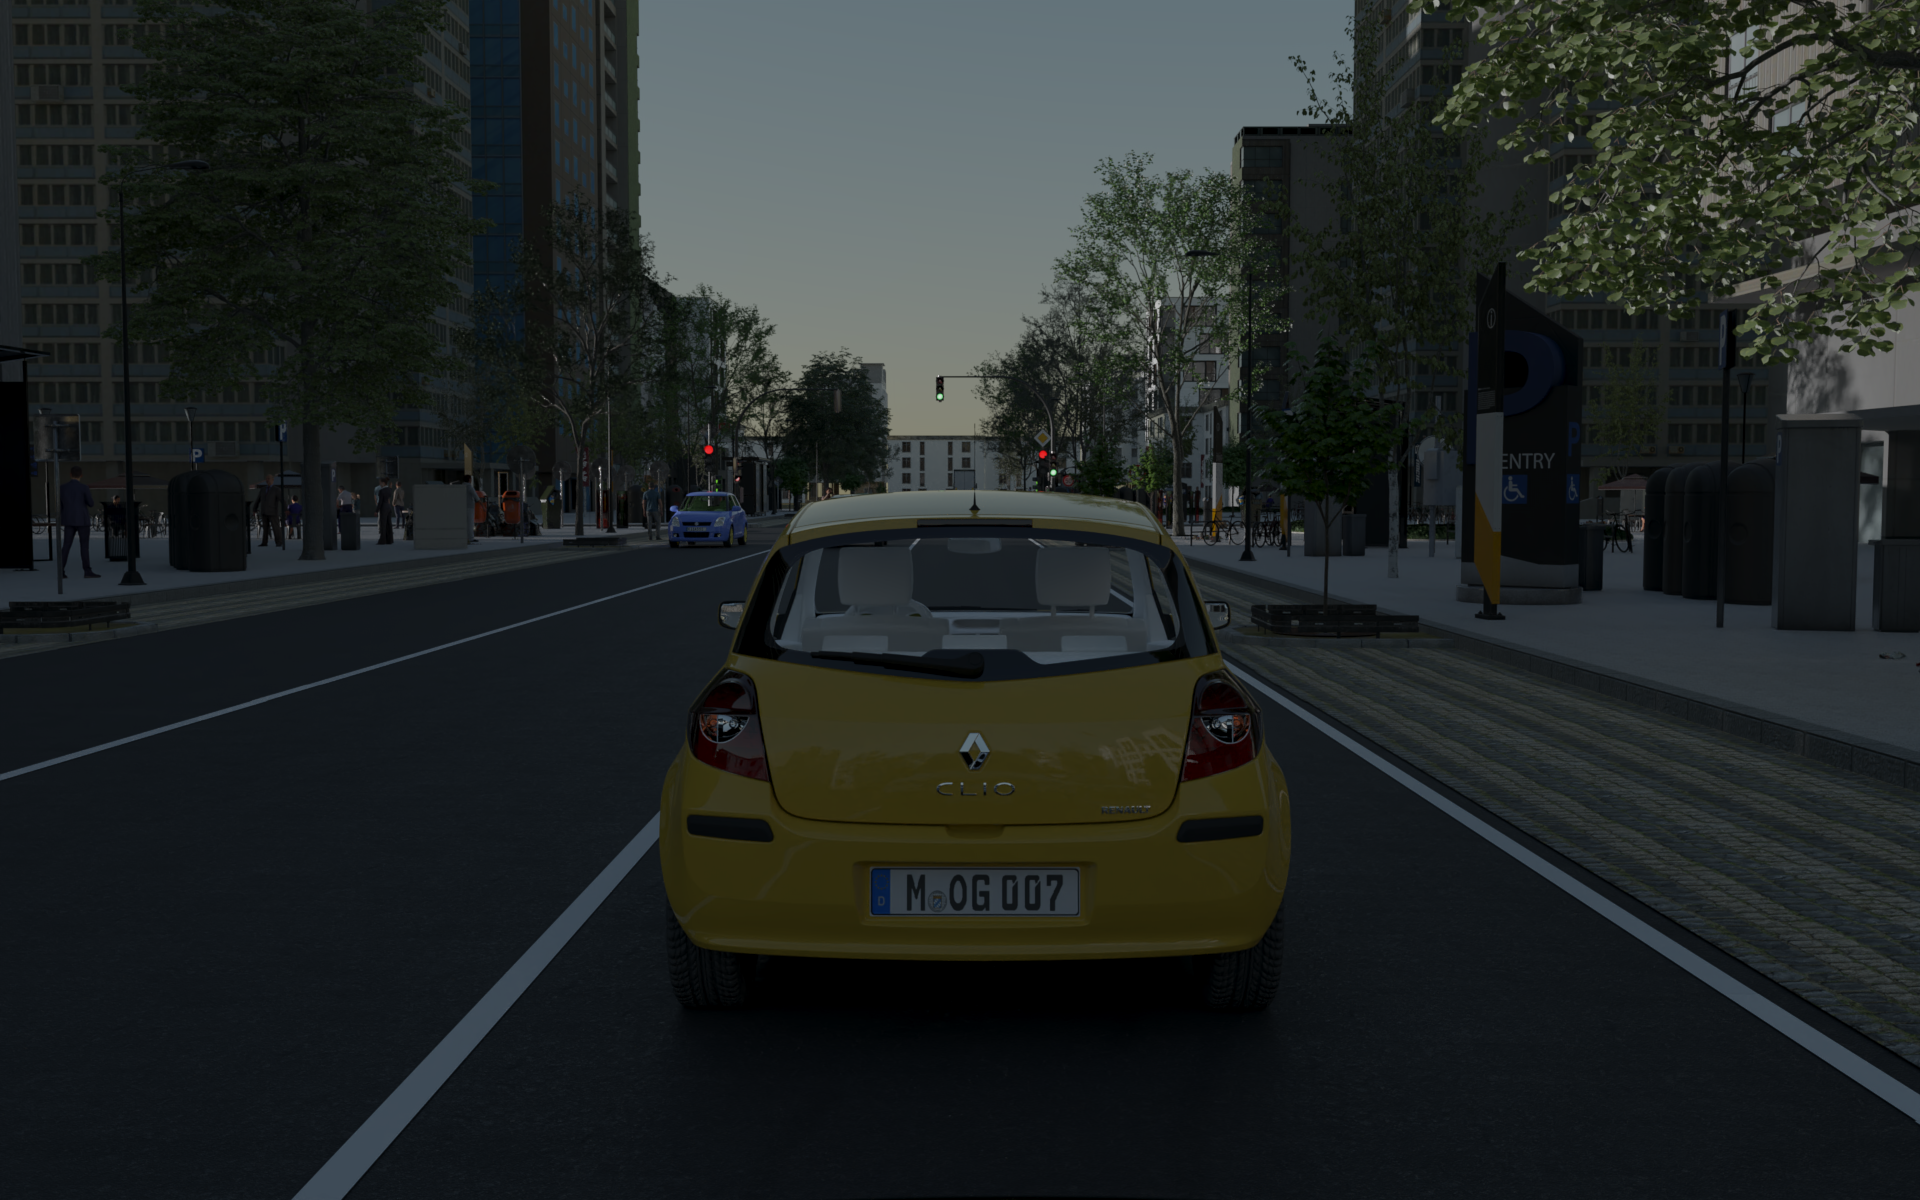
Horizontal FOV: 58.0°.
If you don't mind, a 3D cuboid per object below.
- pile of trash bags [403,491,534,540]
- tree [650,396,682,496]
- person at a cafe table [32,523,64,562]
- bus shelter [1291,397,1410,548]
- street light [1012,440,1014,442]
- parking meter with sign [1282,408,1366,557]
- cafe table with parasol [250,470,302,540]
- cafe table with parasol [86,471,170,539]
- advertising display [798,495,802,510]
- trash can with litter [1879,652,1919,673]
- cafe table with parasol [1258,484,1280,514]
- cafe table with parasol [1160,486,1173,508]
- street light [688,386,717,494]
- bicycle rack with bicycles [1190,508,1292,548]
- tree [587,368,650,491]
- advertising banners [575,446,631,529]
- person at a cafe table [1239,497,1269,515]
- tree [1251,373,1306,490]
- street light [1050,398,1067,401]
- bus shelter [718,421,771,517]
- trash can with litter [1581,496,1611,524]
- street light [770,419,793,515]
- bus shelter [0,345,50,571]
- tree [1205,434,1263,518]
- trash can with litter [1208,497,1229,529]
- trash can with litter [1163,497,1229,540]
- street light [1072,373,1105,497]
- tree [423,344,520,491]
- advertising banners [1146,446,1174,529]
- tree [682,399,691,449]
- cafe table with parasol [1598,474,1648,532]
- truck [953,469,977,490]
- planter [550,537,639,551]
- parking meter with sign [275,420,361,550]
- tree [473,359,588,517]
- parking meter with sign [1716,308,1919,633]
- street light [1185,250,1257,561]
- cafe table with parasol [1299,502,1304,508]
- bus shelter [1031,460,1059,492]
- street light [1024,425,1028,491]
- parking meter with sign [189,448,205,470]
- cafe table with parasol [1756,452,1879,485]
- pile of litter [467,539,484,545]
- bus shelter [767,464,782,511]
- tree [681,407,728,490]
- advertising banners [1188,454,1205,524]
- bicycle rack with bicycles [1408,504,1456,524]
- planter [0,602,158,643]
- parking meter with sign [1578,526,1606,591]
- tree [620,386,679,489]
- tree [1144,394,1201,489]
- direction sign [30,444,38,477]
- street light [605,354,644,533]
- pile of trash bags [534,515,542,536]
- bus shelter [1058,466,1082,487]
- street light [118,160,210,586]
[{"bbox_3d":[-13.989,-2.381,48.689,3.447,1.369,1.912,0,4,-3],"label":"pile of trash bags"},{"bbox_3d":[-20.699,-9.628,107.781,4.737,8.622,4.395,0,3,0],"label":"tree"},{"bbox_3d":[-18.194,-1.485,32.801,1.698,1.524,1.622,1,4,22],"label":"person at a cafe table"},{"bbox_3d":[9.823,-3.218,43.905,1.731,3.624,6.357,0,4,0],"label":"bus shelter"},{"bbox_3d":[5.015,-10.841,149.793,1.470,5.913,1.316,0,3,0],"label":"street light"},{"bbox_3d":[7.507,-2.408,35.629,1.738,3.016,0.543,-1,4,-19],"label":"parking meter with sign"},{"bbox_3d":[-19.076,-2.714,49.240,2.610,1.966,2.610,2,4,28],"label":"cafe table with parasol"},{"bbox_3d":[-24.044,-2.789,50.466,2.610,1.966,2.610,-1,4,-10],"label":"cafe table with parasol"},{"bbox_3d":[-12.743,-8.044,136.729,0.123,1.923,0.974,2,4,26],"label":"advertising display"},{"bbox_3d":[7.629,-0.087,12.477,1.678,1.210,2.233,0,4,-7],"label":"trash can with litter"},{"bbox_3d":[20.089,-6.645,113.508,2.610,1.966,2.610,-3,4,-36],"label":"cafe table with parasol"},{"bbox_3d":[15.494,-8.372,141.753,2.610,1.966,2.610,-3,4,-36],"label":"cafe table with parasol"},{"bbox_3d":[-11.122,-6.237,74.520,1.470,5.913,1.316,0,3,0],"label":"street light"},{"bbox_3d":[7.152,-1.800,42.815,2.852,0.926,2.925,3,5,42],"label":"bicycle rack with bicycles"},{"bbox_3d":[-20.862,-8.972,97.059,4.737,8.622,4.395,0,3,0],"label":"tree"},{"bbox_3d":[-13.230,-4.159,64.194,2.074,3.025,0.090,-2,4,-29],"label":"advertising banners"},{"bbox_3d":[18.190,-5.900,107.321,1.726,1.238,1.698,1,4,16],"label":"person at a cafe table"},{"bbox_3d":[19.199,-9.270,101.932,4.360,8.622,3.978,0,3,0],"label":"tree"},{"bbox_3d":[5.067,-6.820,84.044,1.470,5.913,1.316,0,3,0],"label":"street light"},{"bbox_3d":[-12.309,-7.389,98.447,2.179,5.291,8.768,0,4,0],"label":"bus shelter"},{"bbox_3d":[27.658,-3.914,75.051,1.678,1.210,2.233,0,4,-5],"label":"trash can with litter"},{"bbox_3d":[-11.108,-8.282,107.948,1.470,5.913,1.316,0,3,0],"label":"street light"},{"bbox_3d":[-15.933,-2.108,25.745,1.731,3.624,6.357,0,3,0],"label":"bus shelter"},{"bbox_3d":[15.087,-6.811,95.067,4.285,4.588,4.351,0,3,0],"label":"tree"},{"bbox_3d":[9.553,-3.244,64.420,0.624,1.170,1.055,2,4,33],"label":"trash can with litter"},{"bbox_3d":[6.804,-2.321,49.009,1.678,1.210,2.233,2,4,25],"label":"trash can with litter"},{"bbox_3d":[5.001,-5.748,66.521,1.470,5.913,1.316,0,3,0],"label":"street light"},{"bbox_3d":[-22.759,-8.004,81.234,4.360,8.622,3.978,0,3,0],"label":"tree"},{"bbox_3d":[7.313,-4.111,63.405,0.090,3.025,2.074,3,4,37],"label":"advertising banners"},{"bbox_3d":[-21.239,-10.619,123.976,4.737,8.622,4.395,0,3,0],"label":"tree"},{"bbox_3d":[22.798,-3.280,58.487,2.610,1.966,2.610,0,4,3],"label":"cafe table with parasol"},{"bbox_3d":[0.566,-13.011,201.648,2.839,4.237,11.283,0,4,1],"label":"truck"},{"bbox_3d":[-9.312,-1.424,44.424,1.991,0.319,1.994,0,3,0],"label":"planter"},{"bbox_3d":[-14.611,-2.643,39.481,1.738,3.016,0.543,0,4,-3],"label":"parking meter with sign"},{"bbox_3d":[-22.417,-8.419,88.010,4.737,8.622,4.395,0,3,0],"label":"tree"},{"bbox_3d":[8.096,-1.227,16.321,1.738,3.016,0.543,1,4,17],"label":"parking meter with sign"},{"bbox_3d":[4.986,-3.704,33.103,1.470,5.913,1.316,0,3,0],"label":"street light"},{"bbox_3d":[25.639,-7.428,126.316,2.610,1.966,2.610,-2,4,-30],"label":"cafe table with parasol"},{"bbox_3d":[6.050,-8.054,122.965,1.731,3.624,6.357,0,3,0],"label":"bus shelter"},{"bbox_3d":[5.083,-8.830,116.919,1.470,5.913,1.316,0,3,0],"label":"street light"},{"bbox_3d":[-28.963,-4.209,65.085,0.543,3.016,1.738,0,4,-3],"label":"parking meter with sign"},{"bbox_3d":[12.537,-1.313,26.337,2.610,1.966,2.610,-2,4,-32],"label":"cafe table with parasol"},{"bbox_3d":[-13.045,-1.842,44.081,1.719,0.858,1.176,2,4,29],"label":"pile of litter"},{"bbox_3d":[-14.714,-8.806,135.252,1.731,3.624,6.357,0,3,0],"label":"bus shelter"},{"bbox_3d":[-21.877,-11.966,146.008,4.360,8.622,3.978,0,3,0],"label":"tree"},{"bbox_3d":[10.350,-4.860,75.648,0.090,3.025,2.074,2,4,27],"label":"advertising banners"},{"bbox_3d":[17.574,-3.089,63.888,2.852,0.926,2.925,3,5,39],"label":"bicycle rack with bicycles"},{"bbox_3d":[-9.315,0.224,17.481,1.991,0.319,1.994,0,3,0],"label":"planter"},{"bbox_3d":[7.699,-1.616,22.687,1.738,3.016,0.543,-2,4,-28],"label":"parking meter with sign"},{"bbox_3d":[-20.996,-10.055,114.765,4.360,8.622,3.978,0,3,0],"label":"tree"},{"bbox_3d":[15.803,-10.777,126.559,4.737,8.622,4.395,0,3,0],"label":"tree"},{"bbox_3d":[-42.413,-5.313,78.857,0.876,3.537,0.379,0,4,0],"label":"direction sign"},{"bbox_3d":[-11.024,-5.179,57.218,1.470,5.913,1.316,0,3,0],"label":"street light"},{"bbox_3d":[-13.911,-2.587,52.055,1.912,1.369,3.447,0,4,5],"label":"pile of trash bags"},{"bbox_3d":[8.378,-8.212,128.190,2.014,3.302,5.546,0,3,0],"label":"bus shelter"},{"bbox_3d":[-11.136,-3.163,24.250,1.470,5.913,1.316,0,3,0],"label":"street light"}]
